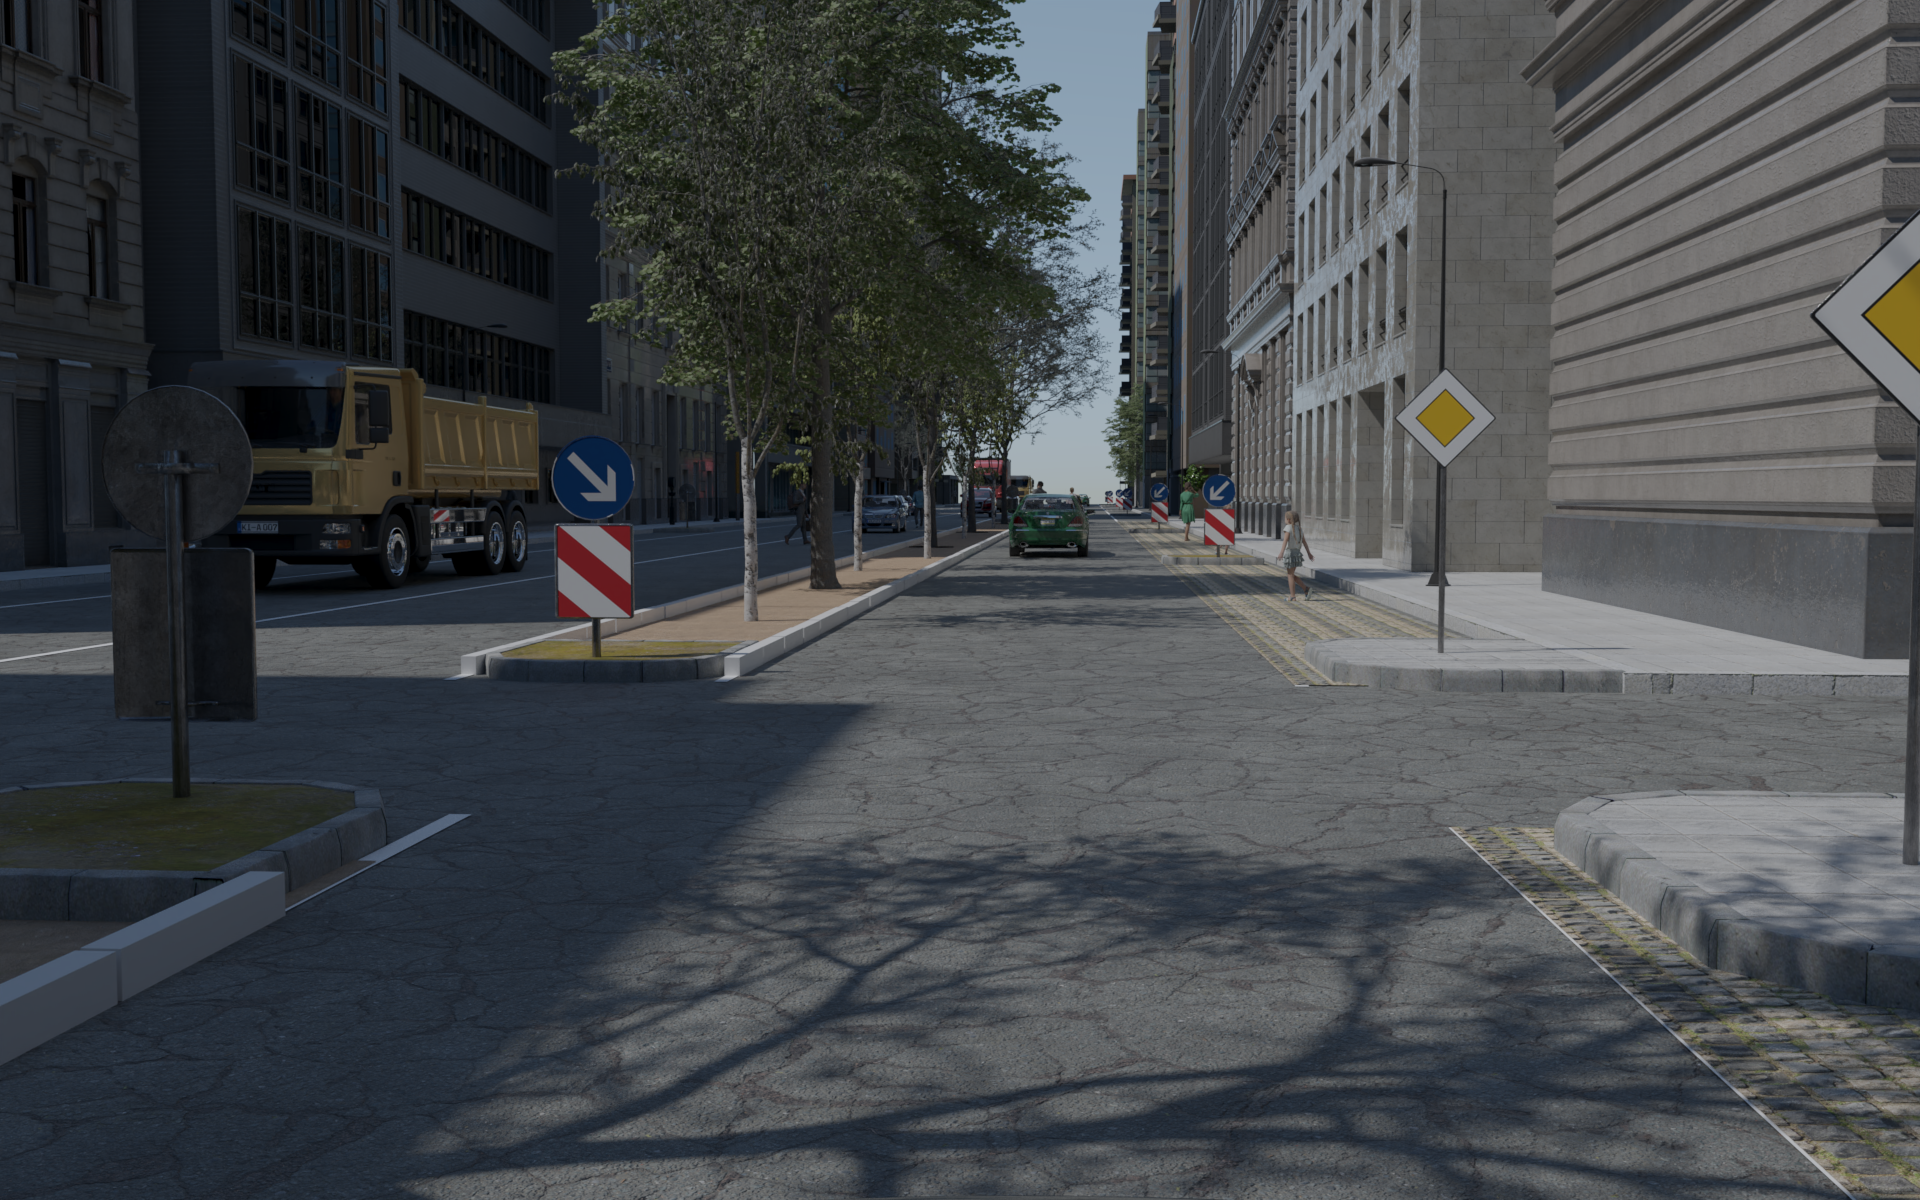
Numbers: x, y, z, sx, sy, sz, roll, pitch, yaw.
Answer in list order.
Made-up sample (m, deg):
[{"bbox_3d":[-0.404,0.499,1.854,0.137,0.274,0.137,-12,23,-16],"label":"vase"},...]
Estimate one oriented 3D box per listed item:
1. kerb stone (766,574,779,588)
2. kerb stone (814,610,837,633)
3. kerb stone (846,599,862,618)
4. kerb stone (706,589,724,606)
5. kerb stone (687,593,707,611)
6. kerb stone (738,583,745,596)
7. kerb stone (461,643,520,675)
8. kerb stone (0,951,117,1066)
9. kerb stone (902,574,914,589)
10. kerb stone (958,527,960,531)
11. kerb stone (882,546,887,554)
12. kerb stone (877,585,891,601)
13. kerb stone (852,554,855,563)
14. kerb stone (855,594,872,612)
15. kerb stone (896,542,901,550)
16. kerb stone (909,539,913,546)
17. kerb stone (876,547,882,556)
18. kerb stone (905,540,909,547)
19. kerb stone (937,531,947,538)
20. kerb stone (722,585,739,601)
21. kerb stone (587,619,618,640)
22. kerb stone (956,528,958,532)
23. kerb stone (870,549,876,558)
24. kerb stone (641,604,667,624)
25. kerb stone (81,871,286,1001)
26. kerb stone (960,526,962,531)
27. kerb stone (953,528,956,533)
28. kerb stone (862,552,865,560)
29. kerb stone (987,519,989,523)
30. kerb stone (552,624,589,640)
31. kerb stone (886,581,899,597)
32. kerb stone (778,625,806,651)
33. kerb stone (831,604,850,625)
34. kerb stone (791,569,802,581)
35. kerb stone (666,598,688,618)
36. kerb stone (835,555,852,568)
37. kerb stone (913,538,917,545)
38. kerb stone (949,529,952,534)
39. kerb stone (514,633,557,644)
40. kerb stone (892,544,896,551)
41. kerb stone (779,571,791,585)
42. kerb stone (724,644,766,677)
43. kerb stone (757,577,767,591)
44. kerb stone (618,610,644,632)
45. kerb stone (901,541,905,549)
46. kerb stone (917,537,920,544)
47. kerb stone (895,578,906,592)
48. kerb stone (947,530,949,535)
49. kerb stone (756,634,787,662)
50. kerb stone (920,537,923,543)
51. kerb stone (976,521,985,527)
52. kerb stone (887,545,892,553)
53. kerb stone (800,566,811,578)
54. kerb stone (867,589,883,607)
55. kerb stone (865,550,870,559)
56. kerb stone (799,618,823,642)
[{"bbox_3d":[-2.958,-0.264,26.506,0.120,0.150,1.000,0,4,4],"label":"kerb stone"},{"bbox_3d":[-1.448,0.245,18.183,0.120,0.150,1.000,0,4,4],"label":"kerb stone"},{"bbox_3d":[-1.303,0.128,20.233,0.120,0.150,1.000,0,4,4],"label":"kerb stone"},{"bbox_3d":[-3.253,-0.011,22.409,0.120,0.150,1.000,0,4,4],"label":"kerb stone"},{"bbox_3d":[-3.320,0.050,21.382,0.120,0.150,1.000,0,4,4],"label":"kerb stone"},{"bbox_3d":[-3.101,-0.138,24.452,0.120,0.150,1.000,0,4,4],"label":"kerb stone"},{"bbox_3d":[-3.852,0.489,14.198,0.120,0.150,1.000,0,4,4],"label":"kerb stone"},{"bbox_3d":[-2.463,1.090,4.368,0.120,0.150,1.000,0,4,4],"label":"kerb stone"},{"bbox_3d":[-0.851,-0.252,26.375,0.120,0.150,1.000,0,4,4],"label":"kerb stone"},{"bbox_3d":[-0.191,-2.577,64.337,0.120,0.150,1.000,0,4,4],"label":"kerb stone"},{"bbox_3d":[-1.906,-1.140,40.834,0.120,0.150,1.000,0,4,4],"label":"kerb stone"},{"bbox_3d":[-1.081,-0.068,23.309,0.120,0.150,1.000,0,4,4],"label":"kerb stone"},{"bbox_3d":[-2.276,-0.826,35.703,0.120,0.150,1.000,0,4,4],"label":"kerb stone"},{"bbox_3d":[-1.233,0.061,21.260,0.120,0.150,1.000,0,4,4],"label":"kerb stone"},{"bbox_3d":[-1.680,-1.327,43.894,0.120,0.150,1.000,0,4,4],"label":"kerb stone"},{"bbox_3d":[-1.449,-1.514,46.957,0.120,0.150,1.000,0,4,4],"label":"kerb stone"},{"bbox_3d":[-1.978,-1.075,39.796,0.120,0.150,1.000,0,4,4],"label":"kerb stone"},{"bbox_3d":[-1.534,-1.452,45.933,0.120,0.150,1.000,0,4,4],"label":"kerb stone"},{"bbox_3d":[-0.633,-2.202,58.198,0.120,0.150,1.000,0,4,4],"label":"kerb stone"},{"bbox_3d":[-3.177,-0.075,23.428,0.120,0.150,1.000,0,4,4],"label":"kerb stone"},{"bbox_3d":[-3.631,0.301,17.270,0.120,0.150,1.000,0,4,4],"label":"kerb stone"},{"bbox_3d":[-0.255,-2.512,63.315,0.120,0.150,1.000,0,4,4],"label":"kerb stone"},{"bbox_3d":[-2.060,-1.014,38.778,0.120,0.150,1.000,0,4,4],"label":"kerb stone"},{"bbox_3d":[-3.481,0.175,19.329,0.120,0.150,1.000,0,4,4],"label":"kerb stone"},{"bbox_3d":[-2.389,1.028,5.389,0.120,0.150,1.000,0,4,4],"label":"kerb stone"},{"bbox_3d":[-0.105,-2.640,65.365,0.120,0.150,1.000,0,4,4],"label":"kerb stone"},{"bbox_3d":[-0.328,-2.452,62.290,0.120,0.150,1.000,0,4,4],"label":"kerb stone"},{"bbox_3d":[-2.199,-0.889,36.723,0.120,0.150,1.000,0,4,4],"label":"kerb stone"},{"bbox_3d":[1.164,-3.703,82.745,0.120,0.150,1.000,0,4,4],"label":"kerb stone"},{"bbox_3d":[-3.704,0.364,16.242,0.120,0.150,1.000,0,4,4],"label":"kerb stone"},{"bbox_3d":[-1.010,-0.127,24.330,0.120,0.150,1.000,0,4,4],"label":"kerb stone"},{"bbox_3d":[-1.603,0.371,16.141,0.120,0.150,1.000,0,4,4],"label":"kerb stone"},{"bbox_3d":[-1.377,0.183,19.202,0.120,0.150,1.000,0,4,4],"label":"kerb stone"},{"bbox_3d":[-2.795,-0.389,28.553,0.120,0.150,1.000,0,4,4],"label":"kerb stone"},{"bbox_3d":[-3.395,0.115,20.353,0.120,0.150,1.000,0,4,4],"label":"kerb stone"},{"bbox_3d":[-2.350,-0.764,34.683,0.120,0.150,1.000,0,4,4],"label":"kerb stone"},{"bbox_3d":[-1.375,-1.578,47.989,0.120,0.150,1.000,0,4,4],"label":"kerb stone"},{"bbox_3d":[-0.481,-2.326,60.240,0.120,0.150,1.000,0,4,4],"label":"kerb stone"},{"bbox_3d":[-3.773,0.427,15.221,0.120,0.150,1.000,0,4,4],"label":"kerb stone"},{"bbox_3d":[-1.757,-1.265,42.875,0.120,0.150,1.000,0,4,4],"label":"kerb stone"},{"bbox_3d":[-2.877,-0.326,27.535,0.120,0.150,1.000,0,4,4],"label":"kerb stone"},{"bbox_3d":[-1.753,0.496,14.093,0.120,0.150,1.000,0,4,4],"label":"kerb stone"},{"bbox_3d":[-3.022,-0.201,25.478,0.120,0.150,1.000,0,4,4],"label":"kerb stone"},{"bbox_3d":[-3.554,0.238,18.306,0.120,0.150,1.000,0,4,4],"label":"kerb stone"},{"bbox_3d":[-1.612,-1.389,44.914,0.120,0.150,1.000,0,4,4],"label":"kerb stone"},{"bbox_3d":[-1.309,-1.640,49.011,0.120,0.150,1.000,0,4,4],"label":"kerb stone"},{"bbox_3d":[-0.933,-0.192,25.349,0.120,0.150,1.000,0,4,4],"label":"kerb stone"},{"bbox_3d":[-0.559,-2.263,59.217,0.120,0.150,1.000,0,4,4],"label":"kerb stone"},{"bbox_3d":[-1.681,0.436,15.116,0.120,0.150,1.000,0,4,4],"label":"kerb stone"},{"bbox_3d":[-1.238,-1.702,50.031,0.120,0.150,1.000,0,4,4],"label":"kerb stone"},{"bbox_3d":[0.941,-3.516,79.678,0.120,0.150,1.000,0,4,4],"label":"kerb stone"},{"bbox_3d":[-1.828,-1.202,41.856,0.120,0.150,1.000,0,4,4],"label":"kerb stone"},{"bbox_3d":[-2.724,-0.451,29.573,0.120,0.150,1.000,0,4,4],"label":"kerb stone"},{"bbox_3d":[-1.148,-0.006,22.290,0.120,0.150,1.000,0,4,4],"label":"kerb stone"},{"bbox_3d":[-2.131,-0.951,37.749,0.120,0.150,1.000,0,4,4],"label":"kerb stone"},{"bbox_3d":[-1.523,0.312,17.164,0.120,0.150,1.000,0,4,4],"label":"kerb stone"}]
